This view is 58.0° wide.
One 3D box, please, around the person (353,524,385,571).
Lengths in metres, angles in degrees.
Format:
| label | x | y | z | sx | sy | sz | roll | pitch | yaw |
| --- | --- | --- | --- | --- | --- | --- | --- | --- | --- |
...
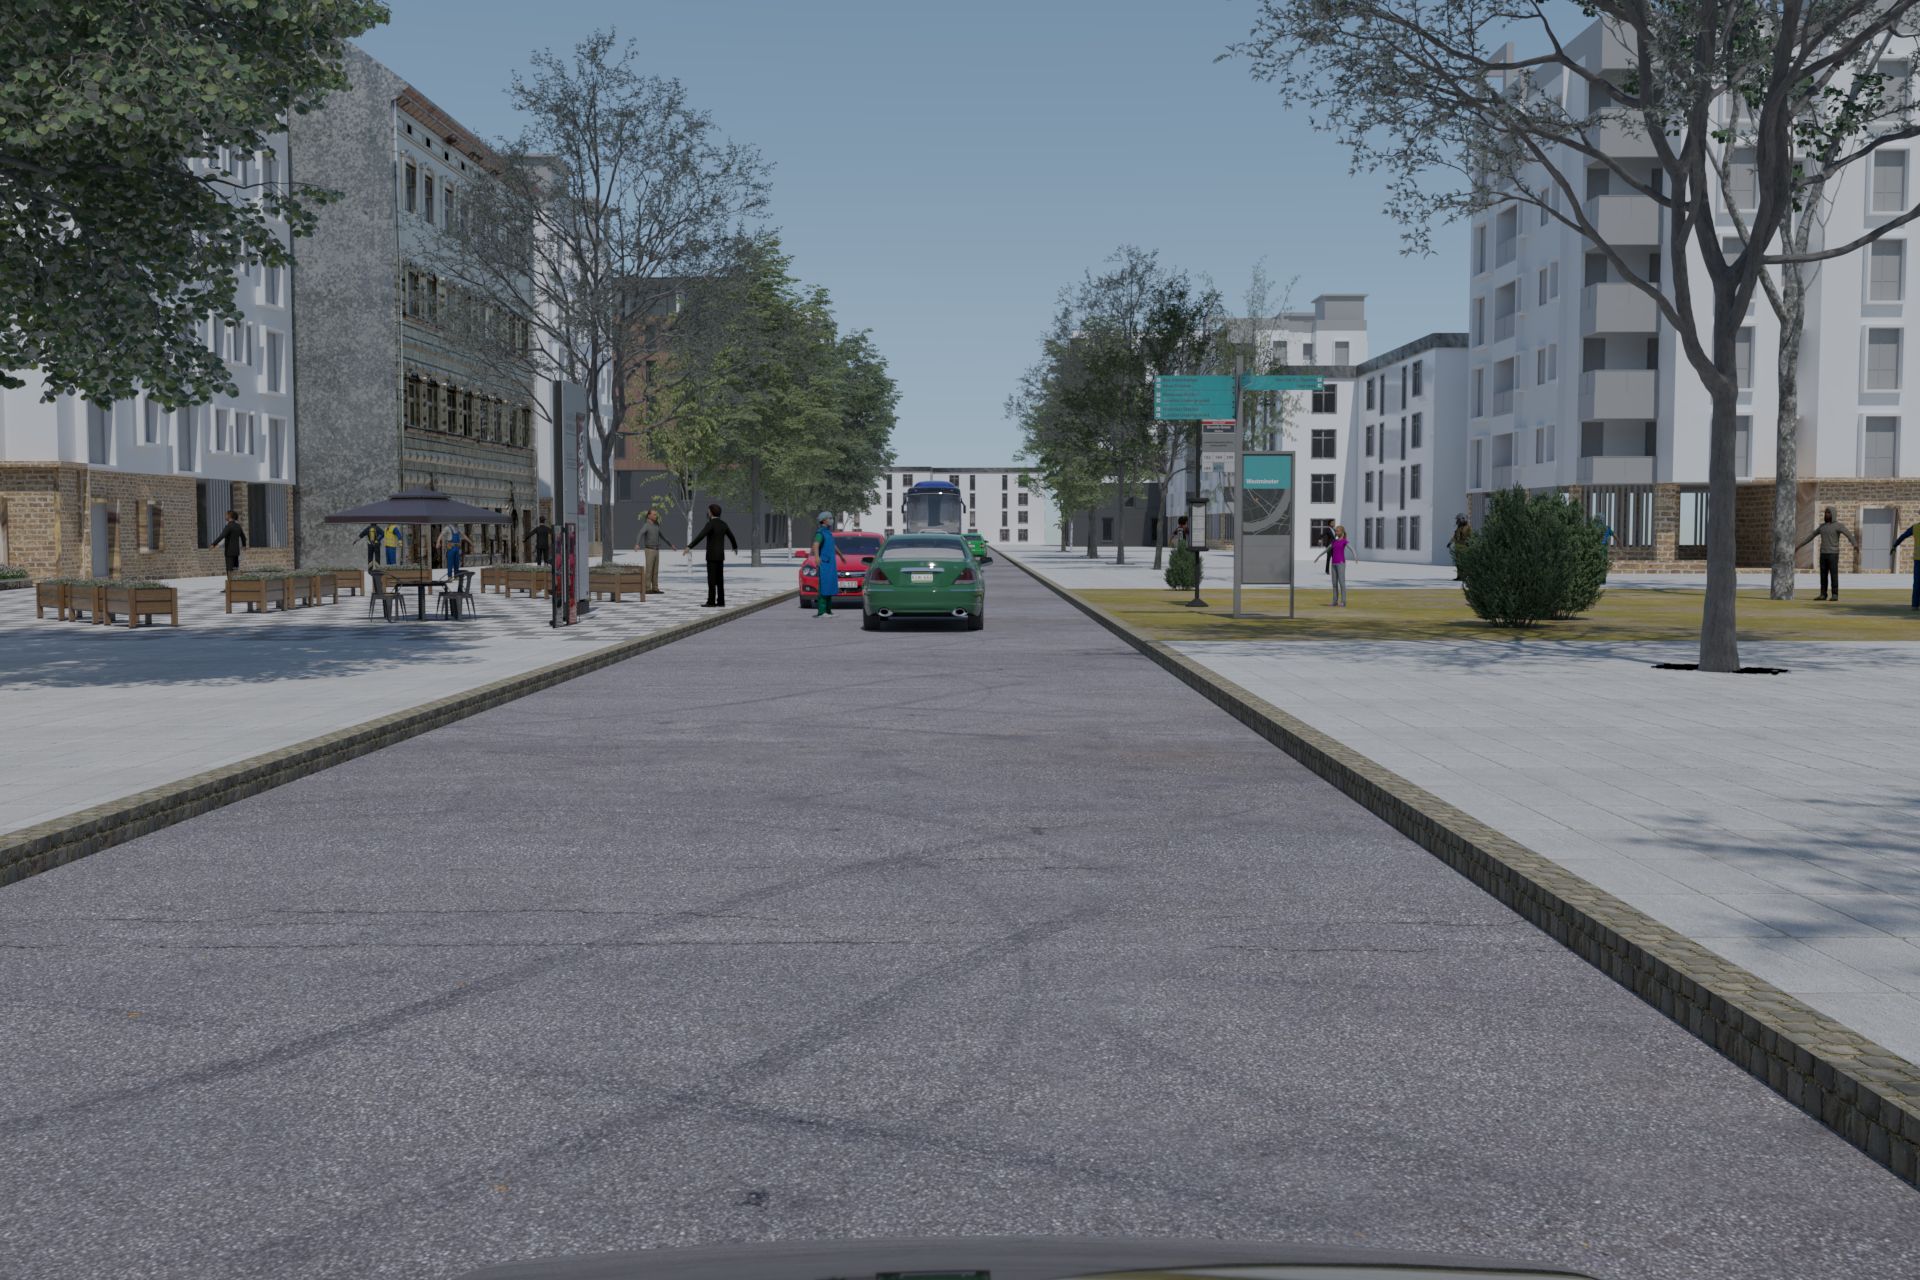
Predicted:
| label | x | y | z | sx | sy | sz | roll | pitch | yaw |
| --- | --- | --- | --- | --- | --- | --- | --- | --- | --- |
| person | -18.781 | -3.042 | 55.514 | 1.354 | 1.856 | 0.705 | 0 | 4 | -8 |

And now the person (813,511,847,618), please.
| label | x | y | z | sx | sy | sz | roll | pitch | yaw |
| --- | --- | --- | --- | --- | --- | --- | --- | --- | --- |
| person | -2.261 | -1.284 | 29.575 | 0.704 | 1.817 | 1.347 | 1 | 4 | 16 |

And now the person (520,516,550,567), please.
| label | x | y | z | sx | sy | sz | roll | pitch | yaw |
| --- | --- | --- | --- | --- | --- | --- | --- | --- | --- |
| person | -13.156 | -2.975 | 54.570 | 1.347 | 1.837 | 0.705 | -1 | 4 | -15 |

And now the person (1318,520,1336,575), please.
| label | x | y | z | sx | sy | sz | roll | pitch | yaw |
| --- | --- | --- | --- | --- | --- | --- | --- | --- | --- |
| person | 11.784 | -2.936 | 54.717 | 1.216 | 1.740 | 0.721 | -2 | 4 | -28 |

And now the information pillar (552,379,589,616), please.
| label | x | y | z | sx | sy | sz | roll | pitch | yaw |
| --- | --- | --- | --- | --- | --- | --- | --- | --- | --- |
| information pillar | -6.098 | -2.192 | 27.158 | 0.184 | 3.620 | 1.656 | 0 | 4 | 0 |

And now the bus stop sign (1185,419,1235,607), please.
| label | x | y | z | sx | sy | sz | roll | pitch | yaw |
| --- | --- | --- | --- | --- | --- | --- | --- | --- | --- |
| bus stop sign | 4.403 | -2.554 | 30.458 | 0.855 | 3.939 | 0.416 | 0 | 4 | 0 |

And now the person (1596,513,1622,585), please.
| label | x | y | z | sx | sy | sz | roll | pitch | yaw |
| --- | --- | --- | --- | --- | --- | --- | --- | --- | --- |
| person | 16.178 | -2.308 | 43.867 | 1.347 | 1.817 | 0.704 | -1 | 4 | -9 |

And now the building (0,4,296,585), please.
| label | x | y | z | sx | sy | sz | roll | pitch | yaw |
| --- | --- | --- | --- | --- | --- | --- | --- | --- | --- |
| building | -27.441 | -11.528 | 44.910 | 16.016 | 20.090 | 11.380 | 0 | 4 | 1 |

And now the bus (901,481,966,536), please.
| label | x | y | z | sx | sy | sz | roll | pitch | yaw |
| --- | --- | --- | --- | --- | --- | --- | --- | --- | --- |
| bus | -1.191 | -5.606 | 83.202 | 2.896 | 3.916 | 12.251 | 0 | 4 | 0 |

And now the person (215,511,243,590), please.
| label | x | y | z | sx | sy | sz | roll | pitch | yaw |
| --- | --- | --- | --- | --- | --- | --- | --- | --- | --- |
| person | -16.729 | -2.057 | 39.813 | 0.705 | 1.806 | 1.347 | 0 | 4 | 0 |

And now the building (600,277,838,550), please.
| label | x | y | z | sx | sy | sz | roll | pitch | yaw |
| --- | --- | --- | --- | --- | --- | --- | --- | --- | --- |
| building | -26.225 | -18.977 | 154.253 | 27.936 | 21.610 | 32.646 | 0 | 4 | 1 |

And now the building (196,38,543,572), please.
| label | x | y | z | sx | sy | sz | roll | pitch | yaw |
| --- | --- | --- | --- | --- | --- | --- | --- | --- | --- |
| building | -28.111 | -14.466 | 67.443 | 19.493 | 23.208 | 18.063 | 0 | 4 | 1 |

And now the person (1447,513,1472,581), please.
| label | x | y | z | sx | sy | sz | roll | pitch | yaw |
| --- | --- | --- | --- | --- | --- | --- | --- | --- | --- |
| person | 13.634 | -2.534 | 47.197 | 0.705 | 1.858 | 1.354 | 0 | 4 | -7 |

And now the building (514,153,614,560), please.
| label | x | y | z | sx | sy | sz | roll | pitch | yaw |
| --- | --- | --- | --- | --- | --- | --- | --- | --- | --- |
| building | -25.128 | -14.136 | 87.541 | 16.016 | 20.090 | 11.380 | 0 | 4 | 0 |

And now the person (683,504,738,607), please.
| label | x | y | z | sx | sy | sz | roll | pitch | yaw |
| --- | --- | --- | --- | --- | --- | --- | --- | --- | --- |
| person | -4.321 | -1.481 | 30.401 | 0.705 | 1.806 | 1.347 | 2 | 4 | 35 |

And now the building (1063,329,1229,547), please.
| label | x | y | z | sx | sy | sz | roll | pitch | yaw |
| --- | --- | --- | --- | --- | --- | --- | --- | --- | --- |
| building | 25.057 | -21.116 | 189.216 | 27.936 | 21.610 | 32.646 | 0 | 4 | 0 |

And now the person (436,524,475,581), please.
| label | x | y | z | sx | sy | sz | roll | pitch | yaw |
| --- | --- | --- | --- | --- | --- | --- | --- | --- | --- |
| person | -13.889 | -2.549 | 47.535 | 0.705 | 1.847 | 1.347 | 2 | 4 | 31 |

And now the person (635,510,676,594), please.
| label | x | y | z | sx | sy | sz | roll | pitch | yaw |
| --- | --- | --- | --- | --- | --- | --- | --- | --- | --- |
| person | -6.553 | -1.878 | 36.979 | 0.705 | 1.796 | 1.348 | 2 | 4 | 28 |

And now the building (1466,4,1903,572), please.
| label | x | y | z | sx | sy | sz | roll | pitch | yaw |
| --- | --- | --- | --- | --- | --- | --- | --- | --- | --- |
| building | 25.581 | -12.950 | 68.152 | 16.016 | 20.090 | 11.380 | 0 | 4 | 0 |

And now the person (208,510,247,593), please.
| label | x | y | z | sx | sy | sz | roll | pitch | yaw |
| --- | --- | --- | --- | --- | --- | --- | --- | --- | --- |
| person | -15.991 | -1.942 | 37.972 | 0.704 | 1.802 | 1.346 | 1 | 4 | 9 |

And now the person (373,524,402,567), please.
| label | x | y | z | sx | sy | sz | roll | pitch | yaw |
| --- | --- | --- | --- | --- | --- | --- | --- | --- | --- |
| person | -16.931 | -2.780 | 51.415 | 1.349 | 1.833 | 0.705 | 3 | 4 | 37 |

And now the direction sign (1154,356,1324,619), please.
| label | x | y | z | sx | sy | sz | roll | pitch | yaw |
| --- | --- | --- | --- | --- | --- | --- | --- | --- | --- |
| direction sign | 4.177 | -2.247 | 25.502 | 2.525 | 3.948 | 1.411 | 0 | 4 | 1 |

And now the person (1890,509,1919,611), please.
| label | x | y | z | sx | sy | sz | roll | pitch | yaw |
| --- | --- | --- | --- | --- | --- | --- | --- | --- | --- |
| person | 16.208 | -1.381 | 29.038 | 0.721 | 1.772 | 1.216 | -3 | 4 | -38 |

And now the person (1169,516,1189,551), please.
| label | x | y | z | sx | sy | sz | roll | pitch | yaw |
| --- | --- | --- | --- | --- | --- | --- | --- | --- | --- |
| person | 6.771 | -2.829 | 52.394 | 0.704 | 1.843 | 1.345 | -3 | 5 | -40 |

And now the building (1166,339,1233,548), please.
| label | x | y | z | sx | sy | sz | roll | pitch | yaw |
| --- | --- | --- | --- | --- | --- | --- | --- | --- | --- |
| building | 24.948 | -18.854 | 164.686 | 16.016 | 20.090 | 11.380 | 0 | 4 | 1 |

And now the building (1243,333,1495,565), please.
| label | x | y | z | sx | sy | sz | roll | pitch | yaw |
| --- | --- | --- | --- | --- | --- | --- | --- | --- | --- |
| building | 20.485 | -8.822 | 86.379 | 9.099 | 9.664 | 28.070 | 0 | 3 | 0 |

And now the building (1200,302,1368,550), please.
| label | x | y | z | sx | sy | sz | roll | pitch | yaw |
| --- | --- | --- | --- | --- | --- | --- | --- | --- | --- |
| building | 25.878 | -17.867 | 148.545 | 16.016 | 20.090 | 11.380 | 0 | 4 | 1 |

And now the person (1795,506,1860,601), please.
| label | x | y | z | sx | sy | sz | roll | pitch | yaw |
| --- | --- | --- | --- | --- | --- | --- | --- | --- | --- |
| person | 16.655 | -1.656 | 33.211 | 0.705 | 1.813 | 1.348 | -2 | 4 | -29 |

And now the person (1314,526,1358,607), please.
| label | x | y | z | sx | sy | sz | roll | pitch | yaw |
| --- | --- | --- | --- | --- | --- | --- | --- | --- | --- |
| person | 6.637 | -1.300 | 30.525 | 0.599 | 1.433 | 0.991 | -2 | 4 | -35 |

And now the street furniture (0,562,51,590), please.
| label | x | y | z | sx | sy | sz | roll | pitch | yaw |
| --- | --- | --- | --- | --- | --- | --- | --- | --- | --- |
| street furniture | -24.408 | -1.890 | 37.759 | 11.010 | 1.723 | 9.812 | -1 | 4 | -12 |
